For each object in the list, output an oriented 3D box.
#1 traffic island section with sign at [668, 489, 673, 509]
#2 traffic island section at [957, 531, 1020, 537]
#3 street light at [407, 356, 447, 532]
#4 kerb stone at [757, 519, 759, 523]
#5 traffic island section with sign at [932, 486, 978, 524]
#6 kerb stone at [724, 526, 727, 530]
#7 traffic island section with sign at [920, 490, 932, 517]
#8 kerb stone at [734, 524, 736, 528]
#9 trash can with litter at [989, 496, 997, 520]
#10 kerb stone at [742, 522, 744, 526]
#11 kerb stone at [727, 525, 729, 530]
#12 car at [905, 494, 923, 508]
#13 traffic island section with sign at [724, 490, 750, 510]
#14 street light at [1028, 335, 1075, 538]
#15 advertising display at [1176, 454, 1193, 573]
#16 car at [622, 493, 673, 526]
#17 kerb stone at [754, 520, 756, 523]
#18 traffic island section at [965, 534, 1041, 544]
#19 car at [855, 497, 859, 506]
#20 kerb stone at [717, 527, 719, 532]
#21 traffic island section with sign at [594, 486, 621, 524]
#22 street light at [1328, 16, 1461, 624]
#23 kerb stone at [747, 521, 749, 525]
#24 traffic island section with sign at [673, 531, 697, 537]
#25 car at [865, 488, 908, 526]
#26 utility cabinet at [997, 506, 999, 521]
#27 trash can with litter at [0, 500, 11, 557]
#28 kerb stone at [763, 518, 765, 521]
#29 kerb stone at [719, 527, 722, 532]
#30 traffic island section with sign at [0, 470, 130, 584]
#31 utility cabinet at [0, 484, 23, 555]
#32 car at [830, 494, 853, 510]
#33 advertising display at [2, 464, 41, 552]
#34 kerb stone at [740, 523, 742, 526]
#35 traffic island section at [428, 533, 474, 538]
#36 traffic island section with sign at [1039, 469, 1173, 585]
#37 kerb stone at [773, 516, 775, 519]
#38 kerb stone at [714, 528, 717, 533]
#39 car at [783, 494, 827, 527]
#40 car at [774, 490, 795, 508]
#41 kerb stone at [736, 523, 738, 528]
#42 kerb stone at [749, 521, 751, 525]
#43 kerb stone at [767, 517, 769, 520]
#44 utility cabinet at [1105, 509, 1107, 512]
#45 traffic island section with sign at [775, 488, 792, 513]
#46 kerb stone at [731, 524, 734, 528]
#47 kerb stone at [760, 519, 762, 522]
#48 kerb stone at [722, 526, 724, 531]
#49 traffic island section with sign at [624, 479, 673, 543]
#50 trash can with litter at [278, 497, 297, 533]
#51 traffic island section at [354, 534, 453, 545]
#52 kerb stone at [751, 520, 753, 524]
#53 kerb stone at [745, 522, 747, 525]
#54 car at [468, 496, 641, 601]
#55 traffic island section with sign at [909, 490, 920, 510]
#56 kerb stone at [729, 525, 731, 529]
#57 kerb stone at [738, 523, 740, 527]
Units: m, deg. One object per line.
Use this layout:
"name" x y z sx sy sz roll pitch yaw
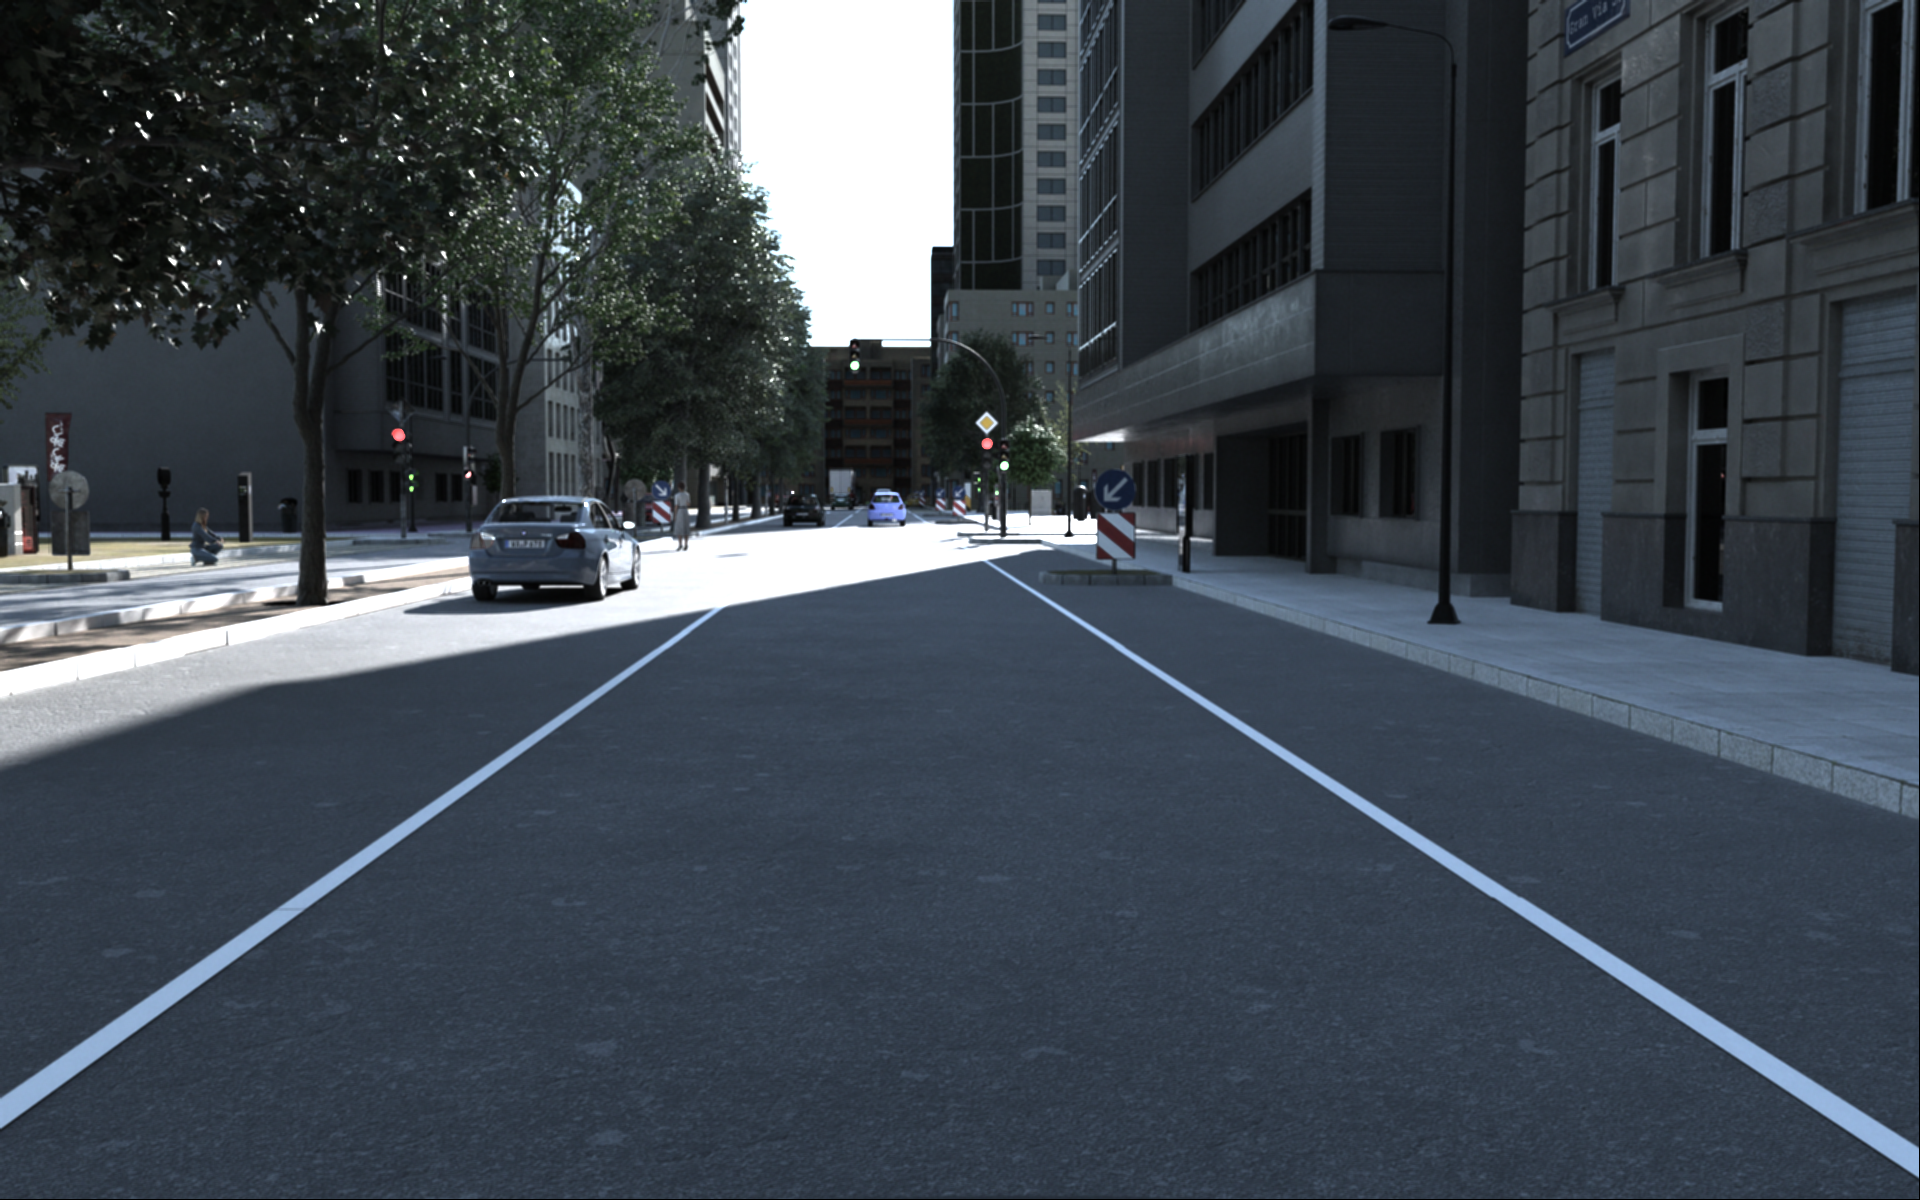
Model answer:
"traffic island section with sign" -18.505 -6.202 110.034 1.989 1.847 2.006 0 4 -3
"traffic island section" 0.927 -2.242 58.938 2.009 0.180 2.903 0 4 -3
"street light" -17.931 -5.244 58.288 1.470 5.913 1.316 0 4 -3
"kerb stone" -10.117 -3.844 85.135 0.120 0.150 1.000 0 4 -3
"traffic island section with sign" -0.185 -4.580 83.512 1.989 1.847 2.006 0 4 -3
"kerb stone" -9.330 -2.785 67.736 0.120 0.150 1.000 0 4 -3
"traffic island section with sign" -1.385 -6.227 110.441 1.989 1.847 2.006 0 4 -3
"kerb stone" -9.518 -3.036 71.840 0.120 0.150 1.000 0 4 -3
"trash can with litter" 1.859 -4.518 85.260 0.624 1.170 1.055 2 4 28
"kerb stone" -9.690 -3.287 75.932 0.120 0.150 1.000 0 4 -3
"kerb stone" -9.369 -2.849 68.769 0.120 0.150 1.000 0 4 -3
"car" -4.788 -10.480 181.564 2.015 1.641 3.980 0 4 -3
"traffic island section with sign" -20.764 -9.267 160.145 1.989 1.847 2.006 0 4 -3
"street light" 2.682 -4.792 50.897 1.470 5.913 1.316 0 4 -3
"advertising display" 3.698 -1.425 28.516 0.123 1.923 0.974 0 4 -2
"car" -14.345 -4.318 79.642 2.155 1.783 4.494 0 4 -1
"kerb stone" -10.017 -3.723 83.088 0.120 0.150 1.000 0 4 -3
"traffic island section" 1.287 -1.754 50.961 2.009 0.180 2.903 0 4 -3
"car" -13.098 -11.909 207.075 2.083 1.381 4.827 0 4 -3
"kerb stone" -9.186 -2.598 64.673 0.120 0.150 1.000 0 4 -3
"traffic island section with sign" -17.273 -4.534 82.755 1.989 1.847 2.006 0 4 -3
"street light" 4.273 -2.721 17.026 1.470 5.913 1.316 0 4 -3
"kerb stone" -9.842 -3.471 78.996 0.120 0.150 1.000 0 4 -3
"traffic island section with sign" -9.931 -3.057 58.112 2.006 1.907 1.989 0 4 -3
"car" -3.313 -4.179 77.910 1.945 1.707 3.694 0 4 -3
"utility cabinet" 1.966 -4.463 81.647 0.318 1.500 1.173 1 4 11
"trash can with litter" -19.750 -1.440 34.933 1.055 1.170 0.624 0 4 -4
"kerb stone" -10.288 -4.099 89.238 0.120 0.150 1.000 0 4 -3
"kerb stone" -9.234 -2.660 65.694 0.120 0.150 1.000 0 4 -3
"traffic island section with sign" -14.831 -1.208 28.377 1.989 1.847 2.006 0 4 -3
"utility cabinet" -20.288 -1.685 36.229 1.173 1.500 0.318 0 4 1
"car" -10.647 -8.800 155.675 2.131 1.459 4.920 0 4 -2
"advertising display" -20.586 -2.006 38.017 0.123 1.923 0.974 1 4 11
"kerb stone" -9.649 -3.224 74.905 0.120 0.150 1.000 0 4 -3
"traffic island section" -16.497 -2.195 58.161 2.009 0.180 2.903 0 4 -3
"traffic island section with sign" 2.312 -1.192 28.120 1.989 1.847 2.006 0 4 -3
"kerb stone" -10.664 -4.602 97.433 0.120 0.150 1.000 0 4 -3
"kerb stone" -9.147 -2.535 63.648 0.120 0.150 1.000 0 4 -3
"car" -6.943 -4.133 77.360 2.009 1.686 4.222 0 4 -2
"car" -17.818 -10.316 177.337 2.281 1.827 5.304 0 4 -2
"kerb stone" -9.548 -3.097 72.863 0.120 0.150 1.000 0 4 -3
"kerb stone" -9.878 -3.536 80.025 0.120 0.150 1.000 0 4 -3
"kerb stone" -10.427 -4.289 92.312 0.120 0.150 1.000 0 4 -3
"utility cabinet" 7.553 -4.987 92.692 1.020 1.237 0.306 -2 4 -25
"traffic island section with sign" -13.322 -7.648 133.174 2.006 1.907 1.989 0 4 -3
"kerb stone" -9.464 -2.974 70.816 0.120 0.150 1.000 0 4 -3
"kerb stone" -10.200 -3.975 87.183 0.120 0.150 1.000 0 4 -3
"kerb stone" -9.283 -2.723 66.715 0.120 0.150 1.000 0 4 -3
"traffic island section with sign" -9.608 -2.604 50.711 2.006 1.907 1.989 0 4 -3
"trash can with litter" -22.305 -2.817 57.440 0.624 1.170 1.055 -1 4 -23
"traffic island section" -16.137 -1.707 50.184 2.009 0.180 2.903 0 4 -3
"kerb stone" -9.922 -3.594 81.046 0.120 0.150 1.000 0 4 -3
"kerb stone" -9.785 -3.408 77.975 0.120 0.150 1.000 0 4 -3
"car" -5.698 -0.771 24.616 2.014 1.417 4.499 0 4 -1
"traffic island section with sign" -3.653 -9.294 160.590 1.989 1.847 2.006 0 4 -3
"kerb stone" -9.416 -2.911 69.794 0.120 0.150 1.000 0 4 -3
"kerb stone" -9.604 -3.161 73.883 0.120 0.150 1.000 0 4 -3
